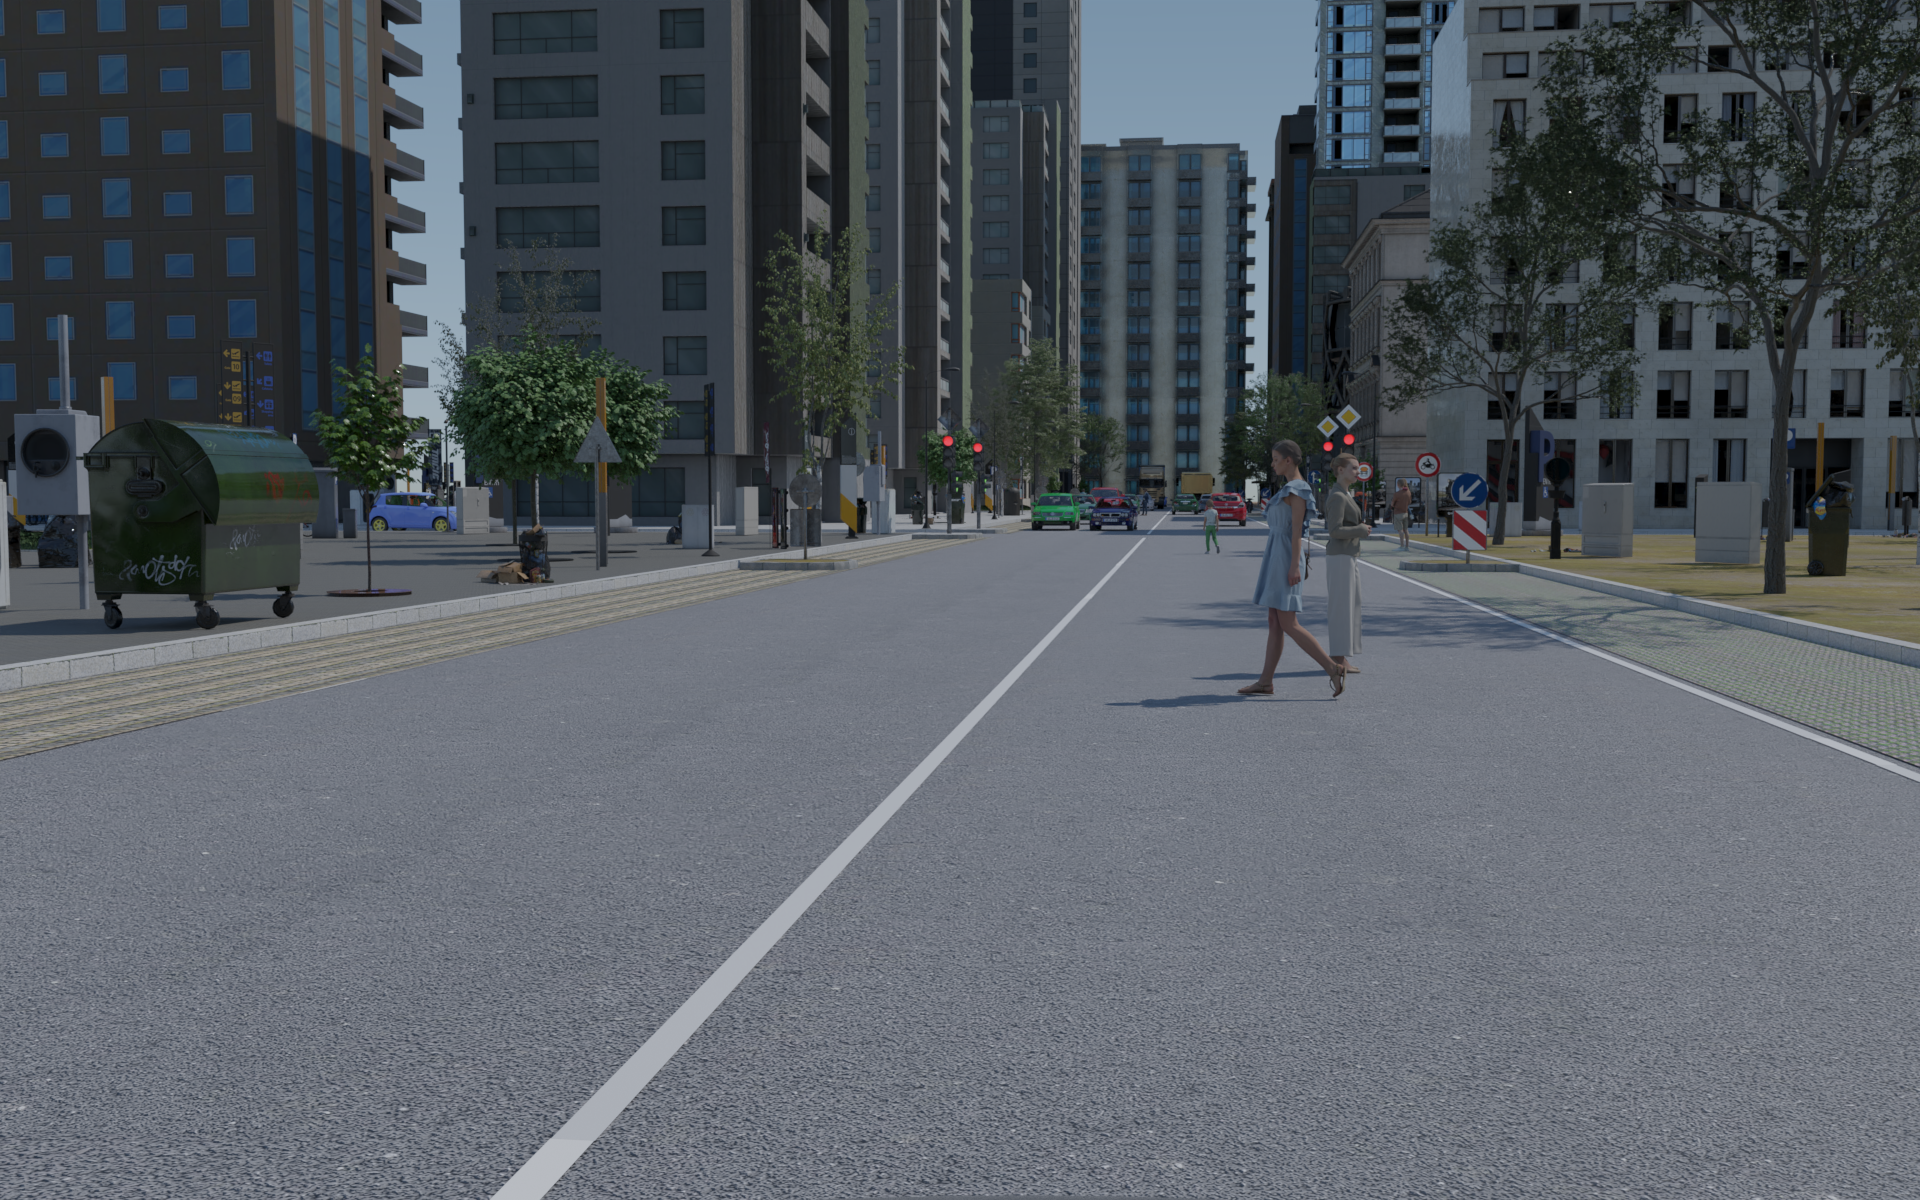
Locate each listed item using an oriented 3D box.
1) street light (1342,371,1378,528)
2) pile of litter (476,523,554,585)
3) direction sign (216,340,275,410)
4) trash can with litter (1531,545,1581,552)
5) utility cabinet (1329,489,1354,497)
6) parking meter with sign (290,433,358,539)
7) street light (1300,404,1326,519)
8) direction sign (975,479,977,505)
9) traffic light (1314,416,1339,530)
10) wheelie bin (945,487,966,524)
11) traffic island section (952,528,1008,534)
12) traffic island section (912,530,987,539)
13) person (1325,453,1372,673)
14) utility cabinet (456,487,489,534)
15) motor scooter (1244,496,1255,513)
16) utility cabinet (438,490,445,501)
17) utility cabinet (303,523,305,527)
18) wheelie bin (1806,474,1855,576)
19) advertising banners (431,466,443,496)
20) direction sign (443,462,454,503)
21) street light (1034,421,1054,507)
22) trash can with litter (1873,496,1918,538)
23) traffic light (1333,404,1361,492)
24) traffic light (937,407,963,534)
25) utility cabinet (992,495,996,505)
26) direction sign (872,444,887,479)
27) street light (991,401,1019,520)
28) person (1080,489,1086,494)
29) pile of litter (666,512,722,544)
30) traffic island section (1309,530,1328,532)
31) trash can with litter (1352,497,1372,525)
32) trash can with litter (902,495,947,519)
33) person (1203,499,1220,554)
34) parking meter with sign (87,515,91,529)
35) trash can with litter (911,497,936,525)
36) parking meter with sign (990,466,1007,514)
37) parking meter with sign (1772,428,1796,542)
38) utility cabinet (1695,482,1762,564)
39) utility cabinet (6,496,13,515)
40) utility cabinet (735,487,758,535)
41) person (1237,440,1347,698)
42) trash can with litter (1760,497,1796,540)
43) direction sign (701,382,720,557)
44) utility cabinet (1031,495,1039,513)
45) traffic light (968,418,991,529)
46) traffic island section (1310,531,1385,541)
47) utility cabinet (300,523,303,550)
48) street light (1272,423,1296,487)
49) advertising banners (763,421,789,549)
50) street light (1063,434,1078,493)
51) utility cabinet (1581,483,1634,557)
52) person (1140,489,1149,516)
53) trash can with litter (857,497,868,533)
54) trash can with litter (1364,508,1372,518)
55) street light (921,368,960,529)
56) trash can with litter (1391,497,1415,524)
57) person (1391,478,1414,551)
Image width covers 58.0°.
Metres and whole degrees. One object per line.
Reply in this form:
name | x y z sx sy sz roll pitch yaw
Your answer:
street light | 15.161 -5.698 65.697 1.470 5.913 1.316 0 4 7
pile of litter | -6.450 -0.686 25.176 1.176 0.858 1.719 0 4 -1
direction sign | -10.596 -2.071 25.855 0.379 3.537 0.876 2 4 33
trash can with litter | 13.789 -1.674 38.426 2.233 1.210 1.678 1 4 9
utility cabinet | 17.994 -4.469 81.745 1.173 1.500 0.318 3 5 41
parking meter with sign | -18.326 -3.283 49.944 1.738 3.016 0.543 -1 4 -10
street light | 18.164 -7.121 88.963 1.470 5.913 1.316 0 4 7
direction sign | 1.283 -8.937 138.114 0.379 3.537 0.876 0 4 6
traffic light | 13.165 -4.481 62.190 0.839 4.253 0.868 0 4 7
wheelie bin | -0.175 -4.054 74.197 0.980 1.594 0.693 1 4 19
traffic island section | 0.669 -2.548 63.934 2.009 0.180 2.903 0 4 7
traffic island section | -0.365 -2.063 56.016 2.009 0.180 2.903 0 4 7
person | 3.104 -0.294 13.854 0.362 1.759 0.519 1 4 17
utility cabinet | -15.545 -2.851 55.286 0.318 1.500 1.173 2 4 27
motor scooter | 21.396 -7.045 127.955 0.815 1.314 1.986 0 4 6
utility cabinet | -25.249 -4.625 84.290 0.318 1.500 1.173 -1 4 -17
utility cabinet | -25.717 -3.435 67.323 0.306 1.237 1.020 -2 4 -29
wheelie bin | 13.713 -1.186 27.301 0.693 1.594 0.980 2 4 27
advertising banners | -32.638 -6.814 107.591 2.074 3.025 0.090 3 5 43
direction sign | -36.250 -8.004 122.855 0.876 3.537 0.379 1 4 23
street light | 5.287 -8.410 110.052 1.470 5.913 1.316 0 4 7
trash can with litter | 27.976 -2.474 51.503 1.678 1.210 2.233 3 4 36
traffic light | 12.131 -3.997 54.271 0.839 4.253 0.868 0 4 7
traffic light | -0.327 -4.095 55.876 0.839 4.253 0.868 0 4 7
utility cabinet | 2.427 -7.640 136.080 0.306 1.237 1.020 3 4 39
direction sign | -3.773 -5.535 82.495 0.379 3.537 0.876 1 4 9
street light | 2.271 -7.001 87.002 1.470 5.913 1.316 0 4 7
person | 9.275 -7.518 131.434 0.660 1.820 0.620 1 4 8
pile of litter | -6.901 -1.893 44.917 1.719 0.858 1.176 -2 4 -35
traffic island section | 13.204 -2.448 62.298 2.009 0.180 2.903 0 4 7
trash can with litter | 16.530 -3.648 71.030 1.055 1.170 0.624 2 4 31
trash can with litter | -1.808 -4.838 90.151 2.233 1.210 1.678 1 4 11
person | 6.019 -1.753 41.411 0.306 1.304 0.590 -1 4 -20
parking meter with sign | -23.529 -3.191 48.440 1.738 3.016 0.543 -3 5 -43
trash can with litter | -1.526 -3.734 72.444 1.055 1.170 0.624 0 4 4
parking meter with sign | 2.636 -6.939 109.712 0.543 3.016 1.738 2 4 35
parking meter with sign | 22.225 -3.082 46.659 0.543 3.016 1.738 2 4 29
utility cabinet | 14.109 -1.414 31.802 0.318 1.500 1.173 -2 4 -27
utility cabinet | -32.284 -2.901 58.598 0.306 1.237 1.020 -3 4 -38
utility cabinet | -6.633 -2.761 53.821 0.318 1.500 1.173 1 4 14
person | 2.359 -0.223 12.234 0.778 1.811 0.616 1 4 23
trash can with litter | 22.460 -2.311 48.849 2.233 1.210 1.678 1 4 18
direction sign | -5.144 -2.668 35.616 0.379 3.537 0.876 -1 4 -20
utility cabinet | 4.955 -6.315 114.411 0.306 1.237 1.020 -1 4 -14
traffic light | 0.707 -4.579 63.794 0.839 4.253 0.868 0 4 7
traffic island section | 12.170 -1.963 54.380 2.009 0.180 2.903 0 4 7
utility cabinet | -15.497 -1.862 39.127 1.173 1.500 0.318 -3 5 -43
street light | 21.330 -8.596 113.089 1.470 5.913 1.316 0 4 7
advertising banners | -4.377 -2.744 41.056 0.090 3.025 2.074 -1 4 -21
street light | 8.510 -9.849 133.565 1.470 5.913 1.316 0 4 7
utility cabinet | 13.135 -1.620 35.168 0.318 1.500 1.173 -1 4 -20
person | 12.314 -6.513 115.166 0.419 1.800 0.721 -2 4 -31
trash can with litter | -3.420 -2.775 56.752 0.624 1.170 1.055 -1 4 -22
trash can with litter | 21.445 -4.999 92.787 1.678 1.210 2.233 -3 5 -39
street light | -0.705 -5.586 63.868 1.470 5.913 1.316 0 4 7
trash can with litter | 18.715 -3.772 73.054 1.055 1.170 0.624 3 5 43
person | 11.091 -2.138 43.434 0.573 1.828 0.580 1 4 10
